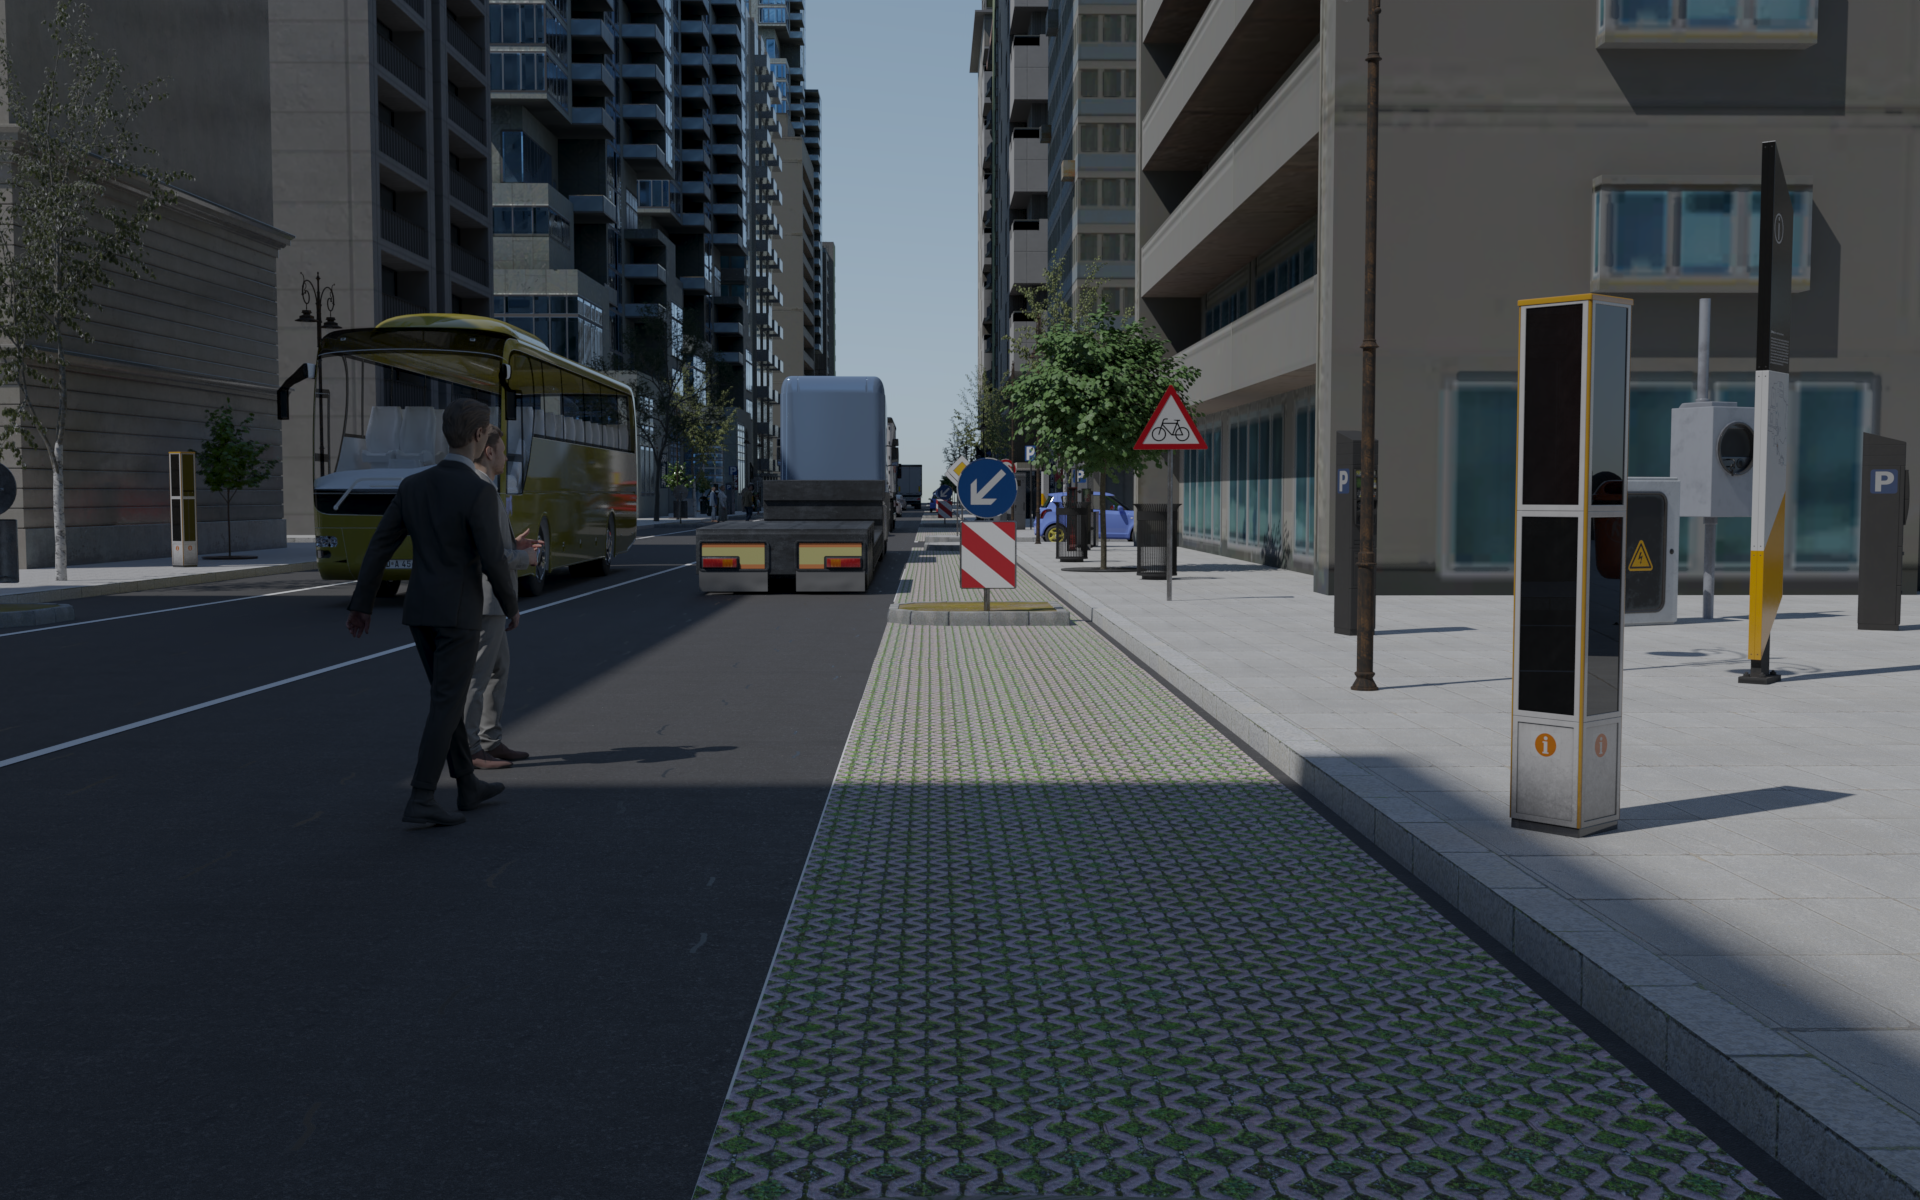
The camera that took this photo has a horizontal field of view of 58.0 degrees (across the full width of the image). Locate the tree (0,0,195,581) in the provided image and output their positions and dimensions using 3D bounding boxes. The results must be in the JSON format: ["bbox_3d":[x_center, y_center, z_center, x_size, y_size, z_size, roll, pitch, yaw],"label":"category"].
[{"bbox_3d":[-13.531,-4.584,25.314,4.360,8.622,3.978,0,3,0],"label":"tree"}]

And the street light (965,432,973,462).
[{"bbox_3d":[0.828,-9.387,126.262,0.468,5.910,1.993,0,4,-1],"label":"street light"}]

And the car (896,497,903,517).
[{"bbox_3d":[-4.583,-5.829,107.658,2.083,1.381,4.827,0,4,0],"label":"car"}]

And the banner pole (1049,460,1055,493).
[{"bbox_3d":[5.074,-6.601,97.944,0.863,3.779,0.401,1,4,14],"label":"banner pole"}]

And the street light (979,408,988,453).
[{"bbox_3d":[1.251,-7.364,93.193,0.468,5.910,1.993,0,4,-1],"label":"street light"}]

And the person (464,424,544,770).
[{"bbox_3d":[-2.415,-0.024,9.093,0.583,1.804,0.606,-2,4,-35],"label":"person"}]

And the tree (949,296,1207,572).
[{"bbox_3d":[2.380,-2.768,28.977,4.285,4.588,4.351,0,3,0],"label":"tree"}]

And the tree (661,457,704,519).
[{"bbox_3d":[-14.575,-5.849,90.233,1.663,3.219,1.824,0,3,0],"label":"tree"}]

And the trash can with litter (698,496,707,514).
[{"bbox_3d":[-16.574,-6.120,111.448,0.624,1.170,1.055,-1,4,-16],"label":"trash can with litter"}]

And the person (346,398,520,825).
[{"bbox_3d":[-2.219,0.038,7.654,0.659,1.850,0.755,2,4,28],"label":"person"}]

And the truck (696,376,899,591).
[{"bbox_3d":[-2.755,-2.690,33.748,2.967,4.110,18.799,0,4,-1],"label":"truck"}]

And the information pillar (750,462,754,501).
[{"bbox_3d":[-15.212,-8.261,126.420,0.183,3.616,0.504,1,4,18],"label":"information pillar"}]

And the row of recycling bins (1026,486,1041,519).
[{"bbox_3d":[2.848,-5.070,90.004,3.534,1.692,1.069,1,4,18],"label":"row of recycling bins"}]

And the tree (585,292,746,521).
[{"bbox_3d":[-14.240,-8.946,80.684,8.767,10.594,7.601,0,4,-7],"label":"tree"}]

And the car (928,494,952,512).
[{"bbox_3d":[-1.572,-7.853,137.990,1.945,1.707,3.694,0,4,-1],"label":"car"}]

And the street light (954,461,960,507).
[{"bbox_3d":[-0.068,-12.118,170.910,0.468,5.910,1.993,0,4,-1],"label":"street light"}]

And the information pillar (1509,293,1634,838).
[{"bbox_3d":[2.320,-0.128,6.588,0.304,2.012,0.304,-3,5,-40],"label":"information pillar"}]

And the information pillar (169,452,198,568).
[{"bbox_3d":[-13.605,-1.581,30.348,0.304,2.012,0.304,2,4,28],"label":"information pillar"}]

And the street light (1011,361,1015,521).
[{"bbox_3d":[1.831,-5.342,60.126,0.468,5.910,1.993,0,4,-1],"label":"street light"}]

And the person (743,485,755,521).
[{"bbox_3d":[-9.138,-4.067,74.912,0.656,1.842,0.836,1,4,18],"label":"person"}]

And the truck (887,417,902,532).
[{"bbox_3d":[-3.784,-4.868,68.508,2.839,4.237,11.283,0,4,-1],"label":"truck"}]

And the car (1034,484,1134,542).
[{"bbox_3d":[3.900,-2.363,48.221,3.694,1.707,1.945,0,4,-1],"label":"car"}]

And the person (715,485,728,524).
[{"bbox_3d":[-9.666,-3.750,70.043,0.641,1.798,0.478,1,4,21],"label":"person"}]

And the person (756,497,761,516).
[{"bbox_3d":[-13.058,-6.044,112.000,0.352,1.250,0.332,1,4,16],"label":"person"}]

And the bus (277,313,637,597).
[{"bbox_3d":[-7.216,-2.192,27.387,2.896,3.916,12.252,0,4,-3],"label":"bus"}]

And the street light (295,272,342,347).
[{"bbox_3d":[-13.345,-3.877,36.178,0.468,5.910,1.993,0,4,-1],"label":"street light"}]

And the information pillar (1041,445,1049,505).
[{"bbox_3d":[3.170,-4.465,64.350,0.183,3.616,0.504,2,4,29],"label":"information pillar"}]

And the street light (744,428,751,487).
[{"bbox_3d":[-14.896,-9.069,121.071,0.468,5.910,1.993,0,4,-1],"label":"street light"}]

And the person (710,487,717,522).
[{"bbox_3d":[-12.640,-4.906,88.901,0.419,1.800,0.721,-1,4,-18],"label":"person"}]

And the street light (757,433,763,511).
[{"bbox_3d":[-14.909,-9.564,129.157,0.468,5.910,1.993,0,4,-1],"label":"street light"}]

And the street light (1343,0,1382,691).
[{"bbox_3d":[2.651,-2.348,11.171,0.468,5.910,1.993,0,4,-1],"label":"street light"}]

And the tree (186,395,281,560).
[{"bbox_3d":[-14.383,-2.411,34.023,1.663,3.219,1.824,0,3,0],"label":"tree"}]

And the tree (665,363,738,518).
[{"bbox_3d":[-14.271,-8.810,94.408,4.737,8.622,4.395,0,3,0],"label":"tree"}]

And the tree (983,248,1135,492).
[{"bbox_3d":[3.452,-6.271,52.901,4.737,8.622,4.395,0,3,0],"label":"tree"}]

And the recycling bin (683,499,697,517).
[{"bbox_3d":[-15.239,-5.203,97.629,0.722,1.027,0.722,0,4,-4],"label":"recycling bin"}]

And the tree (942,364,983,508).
[{"bbox_3d":[1.624,-8.975,97.103,4.737,8.622,4.395,0,3,0],"label":"tree"}]

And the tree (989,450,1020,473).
[{"bbox_3d":[1.927,-4.973,75.910,1.663,3.219,1.824,0,3,0],"label":"tree"}]

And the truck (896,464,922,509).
[{"bbox_3d":[-5.013,-11.016,169.018,2.839,4.237,11.283,0,4,-2],"label":"truck"}]

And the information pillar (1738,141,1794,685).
[{"bbox_3d":[5.510,-1.249,11.770,0.183,3.616,0.504,3,5,40],"label":"information pillar"}]

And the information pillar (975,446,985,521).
[{"bbox_3d":[0.966,-5.654,83.797,0.504,3.616,0.183,-2,4,-33],"label":"information pillar"}]

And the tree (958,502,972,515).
[{"bbox_3d":[1.067,-6.872,106.953,1.663,3.219,1.824,0,3,0],"label":"tree"}]

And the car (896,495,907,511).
[{"bbox_3d":[-5.641,-8.452,150.558,2.083,1.381,4.827,0,4,1],"label":"car"}]

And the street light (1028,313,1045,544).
[{"bbox_3d":[2.004,-4.374,44.297,0.468,5.910,1.993,0,4,-1],"label":"street light"}]

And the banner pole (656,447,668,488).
[{"bbox_3d":[-15.819,-6.220,91.711,0.863,3.779,0.401,-3,5,-43],"label":"banner pole"}]

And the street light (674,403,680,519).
[{"bbox_3d":[-14.258,-7.007,87.349,0.468,5.910,1.993,0,4,-1],"label":"street light"}]
